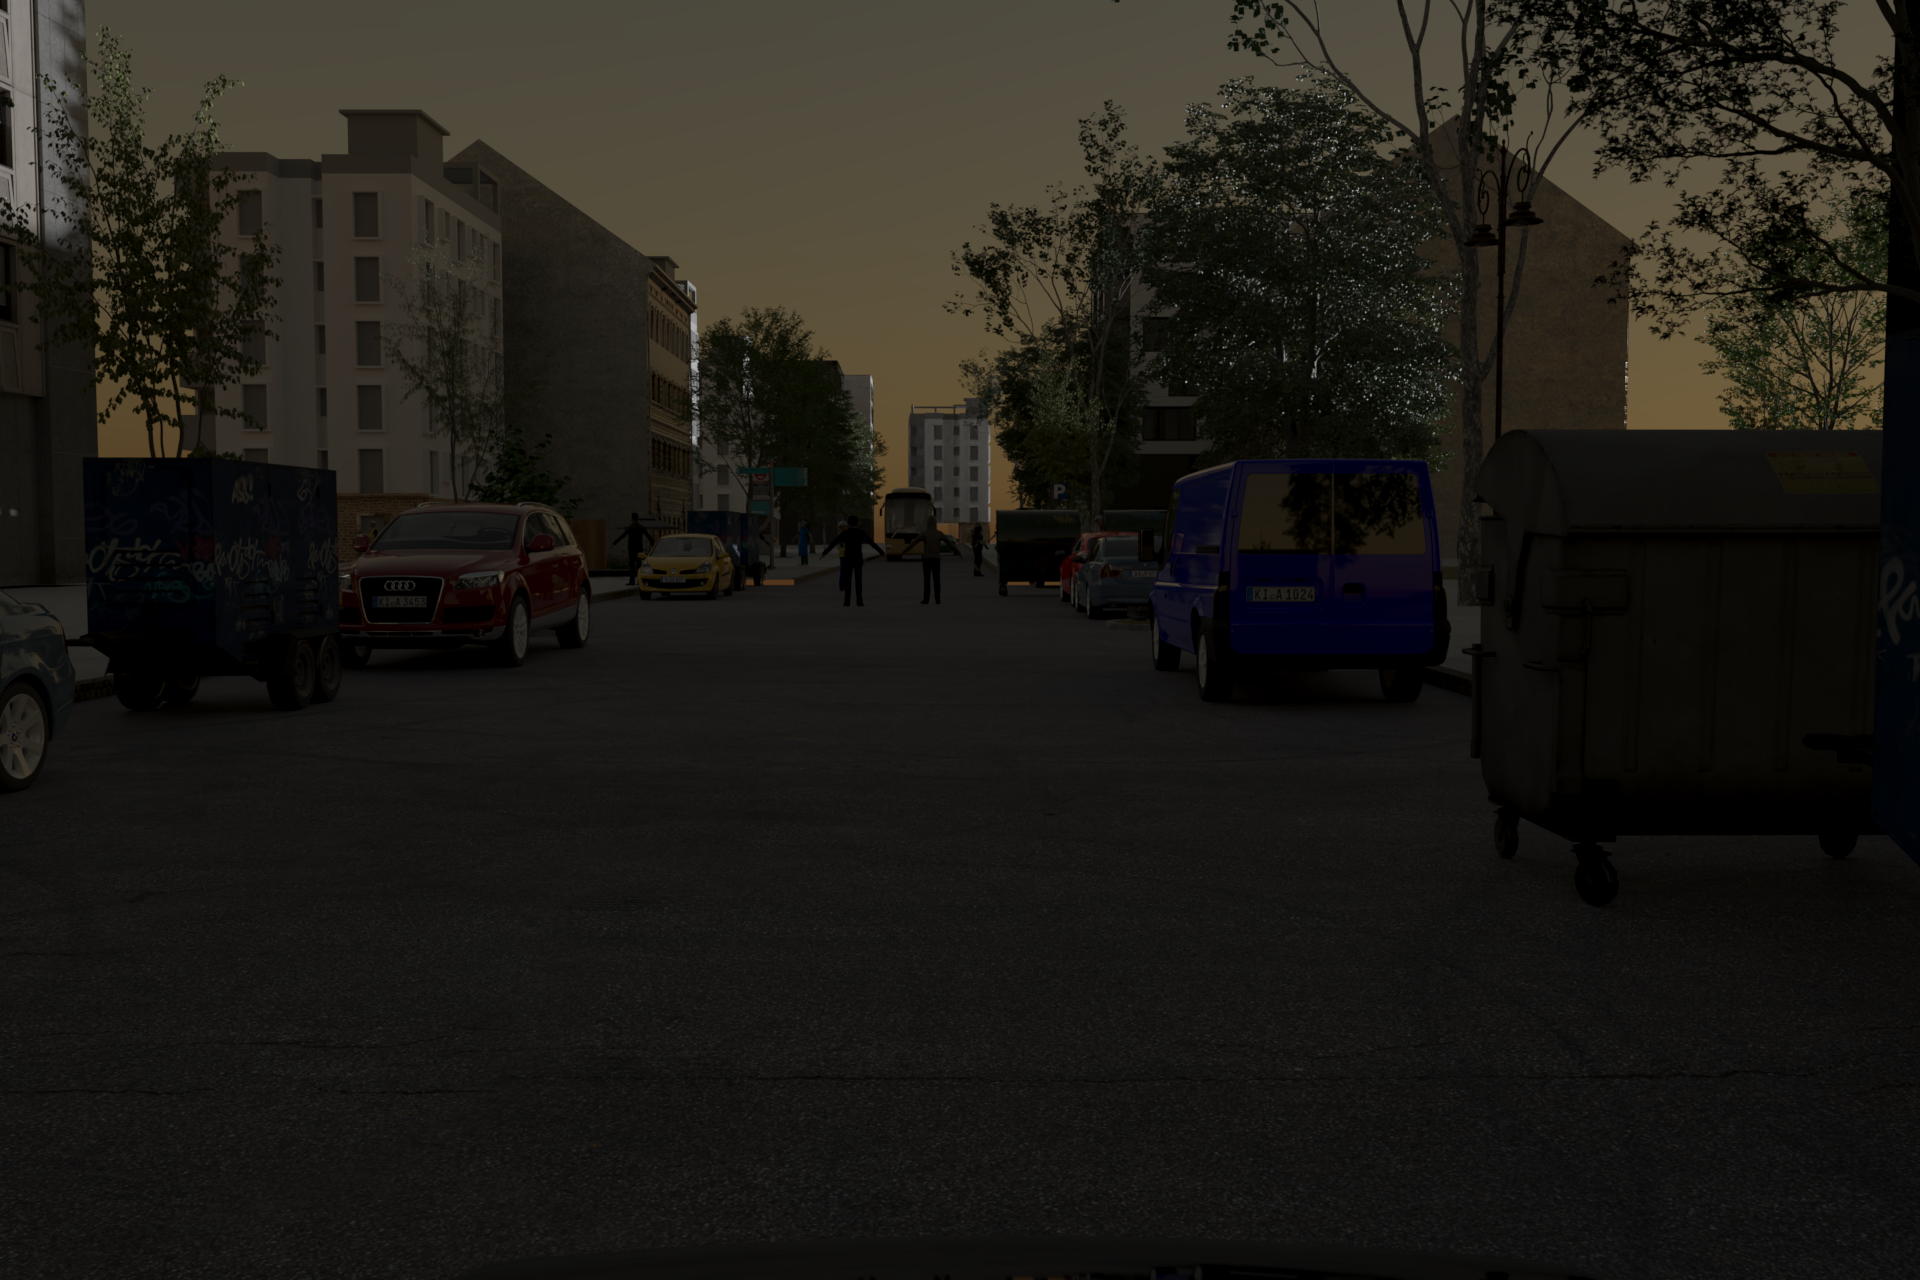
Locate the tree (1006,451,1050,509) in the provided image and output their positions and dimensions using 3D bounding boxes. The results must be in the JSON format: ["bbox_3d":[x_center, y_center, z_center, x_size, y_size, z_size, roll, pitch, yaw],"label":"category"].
[{"bbox_3d":[5.923,-11.643,140.723,4.737,8.622,4.395,0,3,0],"label":"tree"}]

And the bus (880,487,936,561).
[{"bbox_3d":[-2.691,-6.296,94.491,2.896,3.916,12.252,0,4,0],"label":"bus"}]

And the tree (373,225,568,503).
[{"bbox_3d":[-12.492,-5.617,42.201,4.360,8.622,3.978,0,3,0],"label":"tree"}]

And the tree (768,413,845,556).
[{"bbox_3d":[-9.711,-9.305,102.495,4.360,8.622,3.978,0,3,0],"label":"tree"}]

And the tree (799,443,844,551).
[{"bbox_3d":[-9.513,-10.603,123.715,4.360,8.622,3.978,0,3,0],"label":"tree"}]

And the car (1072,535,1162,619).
[{"bbox_3d":[3.002,-1.122,30.341,2.014,1.417,4.499,0,4,0],"label":"car"}]

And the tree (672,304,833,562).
[{"bbox_3d":[-9.456,-9.327,78.259,9.928,11.665,9.643,0,3,0],"label":"tree"}]

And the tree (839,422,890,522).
[{"bbox_3d":[-10.104,-13.902,153.056,9.928,11.665,9.643,0,3,0],"label":"tree"}]

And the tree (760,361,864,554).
[{"bbox_3d":[-9.897,-11.927,113.135,7.486,12.596,7.792,0,3,0],"label":"tree"}]

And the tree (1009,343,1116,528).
[{"bbox_3d":[3.794,-7.097,66.400,4.737,8.622,4.395,0,3,0],"label":"tree"}]

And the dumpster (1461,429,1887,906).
[{"bbox_3d":[3.139,0.065,7.147,1.865,1.857,1.264,0,4,-1],"label":"dumpster"}]

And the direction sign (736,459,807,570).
[{"bbox_3d":[-6.737,-4.516,62.603,2.525,3.948,1.411,0,4,-1],"label":"direction sign"}]

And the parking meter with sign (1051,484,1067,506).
[{"bbox_3d":[3.420,-3.832,58.921,0.543,3.016,1.738,0,3,0],"label":"parking meter with sign"}]

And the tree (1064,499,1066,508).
[{"bbox_3d":[15.226,-23.750,244.206,12.611,20.169,13.585,0,3,0],"label":"tree"}]

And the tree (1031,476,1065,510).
[{"bbox_3d":[5.234,-9.920,112.561,4.360,8.622,3.978,0,3,0],"label":"tree"}]

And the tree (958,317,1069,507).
[{"bbox_3d":[5.800,-18.144,152.548,12.611,20.169,13.585,0,3,0],"label":"tree"}]

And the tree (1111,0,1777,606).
[{"bbox_3d":[7.918,-10.620,29.532,12.611,20.169,13.585,0,3,0],"label":"tree"}]

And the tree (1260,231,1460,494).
[{"bbox_3d":[14.676,-9.001,65.298,7.486,12.596,7.792,0,3,0],"label":"tree"}]

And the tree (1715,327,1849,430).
[{"bbox_3d":[28.412,-6.728,60.370,4.737,8.622,4.395,0,3,0],"label":"tree"}]

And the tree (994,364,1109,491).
[{"bbox_3d":[5.688,-10.961,104.975,9.928,11.665,9.643,0,3,0],"label":"tree"}]

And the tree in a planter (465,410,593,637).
[{"bbox_3d":[-6.418,-1.700,25.023,1.991,3.239,1.994,0,4,0],"label":"tree in a planter"}]

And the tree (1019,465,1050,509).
[{"bbox_3d":[5.665,-10.561,123.040,4.360,8.622,3.978,0,3,0],"label":"tree"}]

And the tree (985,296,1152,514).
[{"bbox_3d":[6.040,-11.488,94.484,9.857,13.997,8.962,0,3,0],"label":"tree"}]

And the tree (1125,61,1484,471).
[{"bbox_3d":[9.455,-8.617,47.547,9.857,13.997,8.962,0,3,0],"label":"tree"}]

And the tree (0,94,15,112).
[{"bbox_3d":[-12.012,-6.529,13.410,9.857,13.997,8.962,0,3,0],"label":"tree"}]

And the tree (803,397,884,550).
[{"bbox_3d":[-10.185,-13.604,140.551,7.486,12.596,7.792,0,3,0],"label":"tree"}]

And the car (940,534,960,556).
[{"bbox_3d":[-1.072,-6.371,115.962,2.131,1.459,4.920,0,3,0],"label":"car"}]

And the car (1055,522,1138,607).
[{"bbox_3d":[3.040,-1.606,35.301,2.155,1.783,4.494,0,4,-1],"label":"car"}]

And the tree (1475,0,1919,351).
[{"bbox_3d":[9.141,-4.959,15.494,8.767,10.594,7.601,1,4,9],"label":"tree"}]

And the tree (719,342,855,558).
[{"bbox_3d":[-9.558,-10.290,94.001,9.928,11.665,9.643,0,3,0],"label":"tree"}]

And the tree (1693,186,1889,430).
[{"bbox_3d":[25.951,-7.728,52.102,9.928,11.665,9.643,0,3,0],"label":"tree"}]

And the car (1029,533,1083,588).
[{"bbox_3d":[2.854,-2.370,47.553,1.959,1.807,4.718,0,4,-1],"label":"car"}]

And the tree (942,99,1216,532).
[{"bbox_3d":[5.559,-13.611,78.423,12.611,20.169,13.585,0,3,0],"label":"tree"}]

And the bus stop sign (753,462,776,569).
[{"bbox_3d":[-7.275,-4.636,64.501,0.855,3.939,0.416,0,4,0],"label":"bus stop sign"}]

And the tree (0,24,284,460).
[{"bbox_3d":[-11.826,-4.599,25.563,4.737,8.622,4.395,0,3,0],"label":"tree"}]
